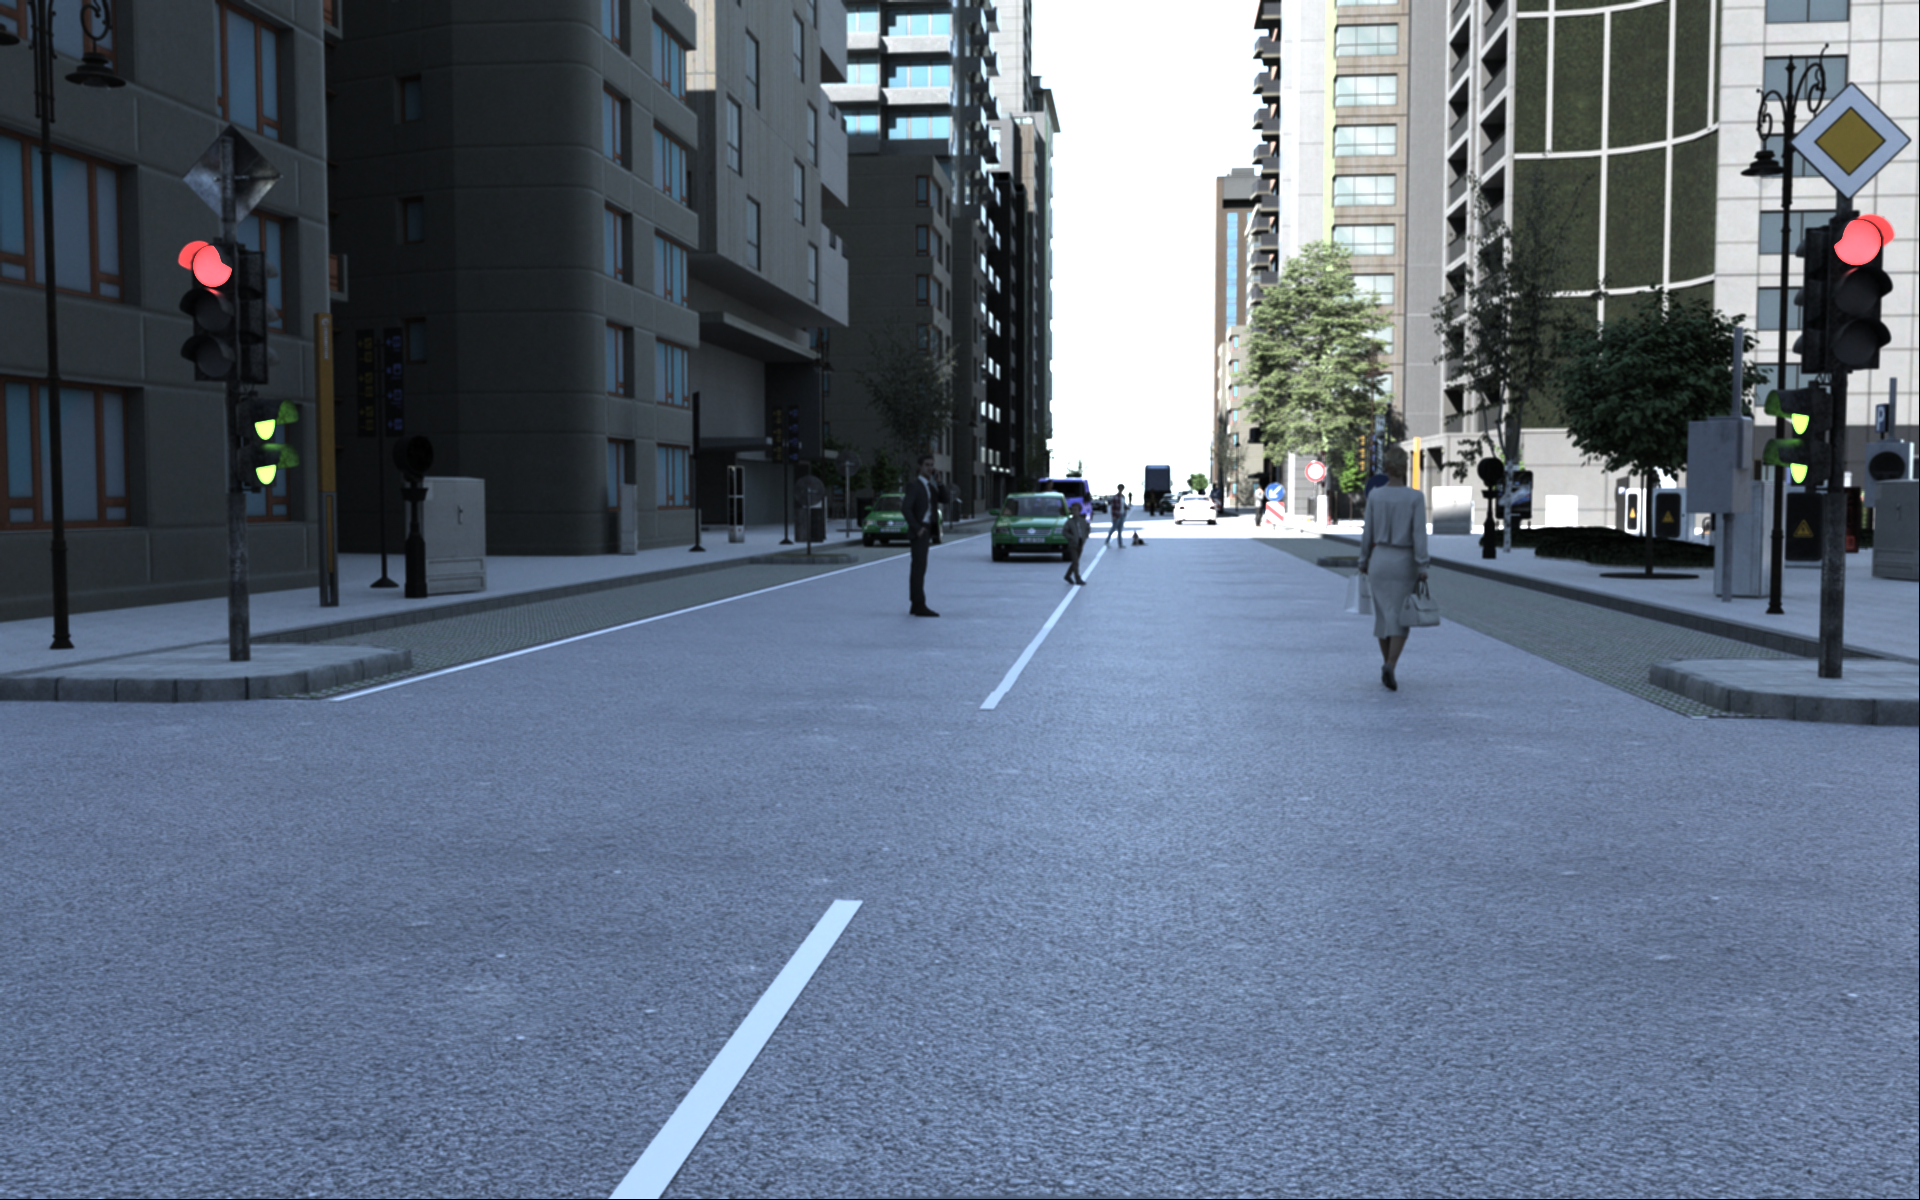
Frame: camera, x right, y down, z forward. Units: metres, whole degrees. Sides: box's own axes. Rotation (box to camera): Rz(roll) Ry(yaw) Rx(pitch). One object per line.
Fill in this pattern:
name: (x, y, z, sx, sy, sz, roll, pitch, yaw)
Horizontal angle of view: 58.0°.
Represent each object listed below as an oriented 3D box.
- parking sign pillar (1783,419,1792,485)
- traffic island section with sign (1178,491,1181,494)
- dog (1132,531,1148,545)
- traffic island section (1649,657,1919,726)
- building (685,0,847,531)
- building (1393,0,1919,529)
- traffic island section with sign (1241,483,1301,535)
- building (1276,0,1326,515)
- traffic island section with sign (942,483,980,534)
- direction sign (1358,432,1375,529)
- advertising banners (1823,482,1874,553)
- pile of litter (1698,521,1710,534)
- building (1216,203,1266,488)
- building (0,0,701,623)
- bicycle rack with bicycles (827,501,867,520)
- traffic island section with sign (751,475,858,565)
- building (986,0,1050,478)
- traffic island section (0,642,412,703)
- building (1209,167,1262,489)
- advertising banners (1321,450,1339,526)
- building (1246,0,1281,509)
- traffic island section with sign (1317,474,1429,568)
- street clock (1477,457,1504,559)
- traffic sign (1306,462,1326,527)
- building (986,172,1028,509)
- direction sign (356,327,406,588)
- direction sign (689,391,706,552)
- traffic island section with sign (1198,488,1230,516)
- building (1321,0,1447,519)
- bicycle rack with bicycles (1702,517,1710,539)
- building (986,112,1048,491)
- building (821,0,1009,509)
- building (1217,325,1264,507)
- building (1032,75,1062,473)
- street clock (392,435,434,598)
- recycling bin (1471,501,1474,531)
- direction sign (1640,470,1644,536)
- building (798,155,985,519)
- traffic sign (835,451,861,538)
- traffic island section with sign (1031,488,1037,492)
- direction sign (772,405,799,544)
parking sign pillar: (29.491, -4.421, 60.753, 1.447, 3.967, 1.447, 0, 4, 6)
traffic island section with sign: (27.918, -12.961, 220.536, 1.989, 1.847, 2.006, 0, 4, 6)
dog: (5.057, -1.734, 48.543, 0.748, 0.427, 0.550, -1, 4, -20)
traffic island section: (6.108, 0.622, 12.116, 2.009, 0.180, 2.903, 0, 4, 6)
building: (-19.388, -29.171, 66.189, 28.713, 52.752, 27.495, 0, 4, 6)
building: (30.000, -38.672, 70.535, 20.563, 71.187, 20.611, 0, 4, 6)
traffic island section with sign: (11.052, -3.248, 61.728, 1.989, 1.847, 2.006, 0, 4, 6)
building: (31.924, -35.037, 114.858, 21.231, 58.520, 28.212, 0, 4, 6)
traffic island section with sign: (-0.302, -3.322, 62.939, 1.989, 1.847, 2.006, 0, 4, 6)
direction sign: (14.951, -4.382, 63.649, 0.379, 3.537, 0.876, -2, 4, -32)
advertising banners: (19.370, -2.539, 37.703, 2.074, 3.025, 0.090, 1, 4, 19)
pile of litter: (24.479, -2.524, 55.236, 1.719, 0.858, 1.176, 1, 4, 21)
building: (48.591, -32.062, 216.092, 32.217, 40.220, 23.993, 0, 4, 6)
building: (-21.945, -11.379, 31.082, 27.650, 21.520, 28.899, 0, 4, 6)
bicycle rack with bicycles: (-5.451, -4.558, 87.903, 2.852, 0.926, 2.925, -1, 4, -8)
traffic island section with sign: (-3.174, -1.671, 35.947, 1.989, 1.847, 2.006, 0, 4, 6)
building: (-0.065, -46.472, 198.069, 20.563, 71.187, 20.611, 0, 4, 6)
traffic island section: (-5.567, 0.546, 13.356, 2.009, 0.180, 2.903, 0, 4, 6)
building: (41.487, -35.869, 236.560, 14.600, 45.320, 14.200, 0, 4, 6)
advertising banners: (14.891, -4.503, 69.808, 0.090, 3.025, 2.074, 2, 4, 33)
building: (35.597, -29.915, 143.731, 22.147, 44.769, 28.867, 0, 4, 6)
traffic island section with sign: (8.152, -1.576, 34.388, 1.989, 1.847, 2.006, 0, 4, 6)
street clock: (10.514, -1.821, 34.352, 0.471, 2.002, 0.358, -1, 4, -17)
traffic sign: (13.971, -4.158, 68.092, 0.768, 2.556, 0.104, 1, 4, 15)
building: (-1.386, -23.466, 155.374, 14.160, 30.474, 14.107, 0, 4, 6)
direction sign: (-7.931, -1.943, 23.767, 0.876, 3.537, 0.379, 2, 4, 28)
direction sign: (-5.885, -2.857, 38.704, 0.379, 3.537, 0.876, -1, 4, -16)
traffic island section with sign: (16.285, -6.263, 111.030, 1.989, 1.847, 2.006, 0, 4, 6)
building: (26.891, -25.144, 94.691, 14.154, 41.232, 14.086, 0, 4, 6)
bicycle rack with bicycles: (22.606, -2.178, 48.990, 2.925, 0.926, 2.852, -2, 4, -24)
building: (1.738, -30.403, 180.691, 14.154, 41.232, 14.086, 0, 4, 6)
building: (-8.662, -31.413, 133.213, 23.786, 49.044, 30.456, 0, 4, 6)
building: (42.960, -21.142, 190.714, 27.650, 21.520, 28.899, 0, 4, 6)
building: (-1.847, -38.833, 224.152, 28.713, 52.752, 27.495, 0, 4, 6)
street clock: (-6.719, -1.025, 21.333, 0.358, 2.002, 0.471, 2, 4, 27)
recycling bin: (17.470, -2.940, 60.622, 0.722, 1.027, 0.722, -2, 4, -24)
direction sign: (18.938, -3.428, 48.052, 0.379, 3.537, 0.876, 3, 4, 36)
building: (-13.585, -15.859, 104.328, 27.650, 21.520, 28.899, 0, 4, 6)
traffic sign: (-3.305, -3.106, 50.895, 0.768, 2.556, 0.104, 0, 4, 8)
traffic island section with sign: (4.964, -6.352, 112.479, 1.989, 1.847, 2.006, 0, 4, 6)
direction sign: (-4.448, -3.196, 44.246, 0.876, 3.537, 0.379, 2, 4, 35)
